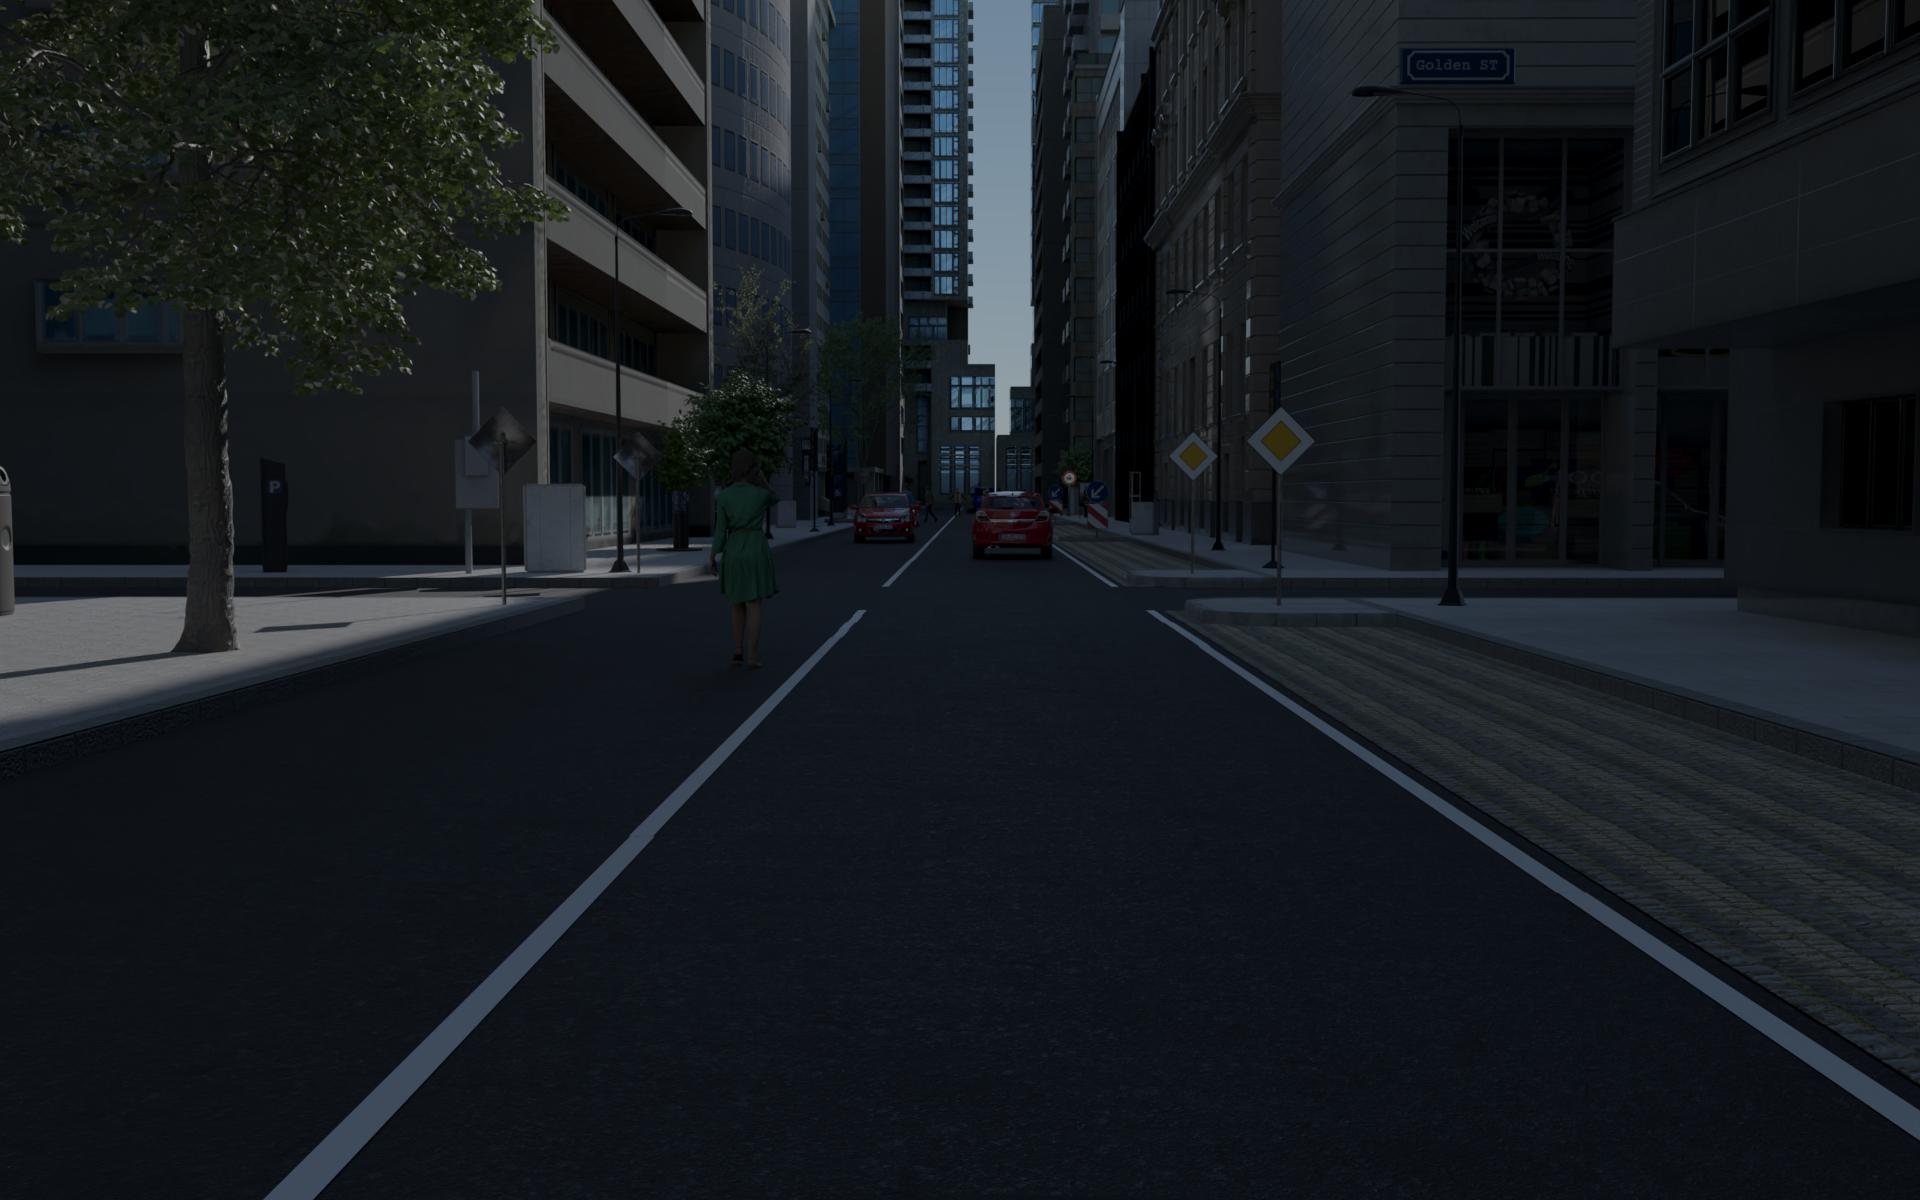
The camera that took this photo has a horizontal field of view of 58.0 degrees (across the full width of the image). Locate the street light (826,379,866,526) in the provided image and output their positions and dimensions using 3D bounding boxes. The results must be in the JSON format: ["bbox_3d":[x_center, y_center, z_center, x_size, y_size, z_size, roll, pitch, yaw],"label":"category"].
[{"bbox_3d":[-4.668,-5.945,69.742,1.470,5.913,1.316,0,4,1],"label":"street light"}]

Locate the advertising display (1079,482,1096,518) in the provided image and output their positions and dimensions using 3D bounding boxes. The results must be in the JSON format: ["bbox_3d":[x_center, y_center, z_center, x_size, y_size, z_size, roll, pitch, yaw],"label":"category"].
[{"bbox_3d":[6.917,-5.437,94.103,0.974,1.923,0.123,-1,4,-16],"label":"advertising display"}]

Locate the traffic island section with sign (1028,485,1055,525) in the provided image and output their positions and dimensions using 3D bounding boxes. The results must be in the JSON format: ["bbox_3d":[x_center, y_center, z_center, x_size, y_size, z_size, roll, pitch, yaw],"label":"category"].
[{"bbox_3d":[4.263,-4.344,79.658,1.989,1.847,2.006,0,4,1],"label":"traffic island section with sign"}]

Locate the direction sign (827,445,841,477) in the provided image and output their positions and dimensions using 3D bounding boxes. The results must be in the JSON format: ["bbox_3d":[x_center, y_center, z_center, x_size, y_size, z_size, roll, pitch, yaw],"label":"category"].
[{"bbox_3d":[-5.666,-5.338,79.273,0.876,3.537,0.379,1,4,9],"label":"direction sign"}]

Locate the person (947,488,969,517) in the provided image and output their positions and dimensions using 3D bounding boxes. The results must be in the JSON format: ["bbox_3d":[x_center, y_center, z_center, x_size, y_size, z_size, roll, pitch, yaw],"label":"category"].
[{"bbox_3d":[-0.136,-6.185,109.722,1.348,1.812,0.705,0,4,-3],"label":"person"}]

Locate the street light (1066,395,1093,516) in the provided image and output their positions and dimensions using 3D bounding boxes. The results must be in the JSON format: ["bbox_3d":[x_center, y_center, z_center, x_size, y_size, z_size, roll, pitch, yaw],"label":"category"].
[{"bbox_3d":[5.674,-6.654,81.340,1.470,5.913,1.316,0,4,1],"label":"street light"}]

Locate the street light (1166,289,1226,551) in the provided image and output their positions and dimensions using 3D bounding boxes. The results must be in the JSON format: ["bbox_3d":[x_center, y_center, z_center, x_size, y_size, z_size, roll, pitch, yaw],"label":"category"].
[{"bbox_3d":[5.347,-4.084,39.310,1.470,5.913,1.316,0,4,1],"label":"street light"}]

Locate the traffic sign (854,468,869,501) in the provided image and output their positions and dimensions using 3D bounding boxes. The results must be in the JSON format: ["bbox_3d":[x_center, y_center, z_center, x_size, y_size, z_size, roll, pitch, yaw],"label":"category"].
[{"bbox_3d":[-4.764,-5.120,83.823,0.768,2.556,0.104,0,4,4],"label":"traffic sign"}]

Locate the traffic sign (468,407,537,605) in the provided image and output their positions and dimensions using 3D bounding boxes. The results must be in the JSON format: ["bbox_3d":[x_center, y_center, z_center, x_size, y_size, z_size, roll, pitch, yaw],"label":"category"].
[{"bbox_3d":[-5.274,-1.000,19.992,0.795,2.450,0.064,0,4,1],"label":"traffic sign"}]

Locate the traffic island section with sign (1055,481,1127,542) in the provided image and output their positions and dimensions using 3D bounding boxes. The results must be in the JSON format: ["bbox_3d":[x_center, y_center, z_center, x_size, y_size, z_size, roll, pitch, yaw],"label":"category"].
[{"bbox_3d":[4.010,-2.686,52.547,1.989,1.847,2.006,0,4,1],"label":"traffic island section with sign"}]

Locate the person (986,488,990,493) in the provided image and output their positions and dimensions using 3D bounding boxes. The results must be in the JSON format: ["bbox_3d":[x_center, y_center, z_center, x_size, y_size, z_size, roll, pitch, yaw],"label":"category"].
[{"bbox_3d":[1.755,-5.563,99.679,0.699,1.804,1.509,1,4,23],"label":"person"}]

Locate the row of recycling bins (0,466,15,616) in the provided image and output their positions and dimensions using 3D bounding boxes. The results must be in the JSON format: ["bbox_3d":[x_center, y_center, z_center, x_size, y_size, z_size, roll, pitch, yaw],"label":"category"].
[{"bbox_3d":[-10.846,-0.600,16.923,1.069,1.692,3.534,1,4,14],"label":"row of recycling bins"}]

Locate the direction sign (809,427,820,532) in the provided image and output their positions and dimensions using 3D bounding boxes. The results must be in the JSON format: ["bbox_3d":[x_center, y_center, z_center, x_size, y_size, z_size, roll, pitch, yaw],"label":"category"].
[{"bbox_3d":[-4.967,-4.101,59.053,0.379,3.537,0.876,1,4,11],"label":"direction sign"}]

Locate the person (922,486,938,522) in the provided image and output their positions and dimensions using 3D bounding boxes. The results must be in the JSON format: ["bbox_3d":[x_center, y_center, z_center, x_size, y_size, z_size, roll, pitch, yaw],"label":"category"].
[{"bbox_3d":[-1.546,-4.871,88.044,0.836,1.842,0.656,0,4,-2],"label":"person"}]

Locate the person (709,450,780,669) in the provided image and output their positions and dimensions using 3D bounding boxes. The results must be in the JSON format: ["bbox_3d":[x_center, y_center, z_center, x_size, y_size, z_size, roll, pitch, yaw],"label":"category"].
[{"bbox_3d":[-1.786,-0.344,14.366,0.600,1.795,0.529,0,4,-7],"label":"person"}]

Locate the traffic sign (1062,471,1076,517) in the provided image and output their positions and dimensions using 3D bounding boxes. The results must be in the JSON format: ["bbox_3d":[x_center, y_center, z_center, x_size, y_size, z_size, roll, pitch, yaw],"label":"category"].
[{"bbox_3d":[6.093,-5.901,96.592,0.768,2.556,0.104,0,4,3],"label":"traffic sign"}]

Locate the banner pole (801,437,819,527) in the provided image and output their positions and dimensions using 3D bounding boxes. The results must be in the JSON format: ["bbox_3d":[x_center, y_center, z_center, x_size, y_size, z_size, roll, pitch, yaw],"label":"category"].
[{"bbox_3d":[-5.840,-4.720,67.184,0.863,3.779,0.401,-3,5,-44],"label":"banner pole"}]

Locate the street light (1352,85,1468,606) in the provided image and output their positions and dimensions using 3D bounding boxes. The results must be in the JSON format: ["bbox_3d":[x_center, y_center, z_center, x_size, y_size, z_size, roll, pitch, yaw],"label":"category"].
[{"bbox_3d":[5.145,-2.892,19.824,1.470,5.913,1.316,0,4,1],"label":"street light"}]

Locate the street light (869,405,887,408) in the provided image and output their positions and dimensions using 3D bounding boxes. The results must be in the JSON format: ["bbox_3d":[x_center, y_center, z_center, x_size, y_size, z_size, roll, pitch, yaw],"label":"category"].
[{"bbox_3d":[-4.512,-7.213,90.473,1.470,5.913,1.316,0,4,1],"label":"street light"}]

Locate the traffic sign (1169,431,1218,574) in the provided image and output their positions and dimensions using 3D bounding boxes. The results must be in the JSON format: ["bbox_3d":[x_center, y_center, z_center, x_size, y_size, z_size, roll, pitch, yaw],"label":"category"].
[{"bbox_3d":[3.745,-1.482,27.873,0.795,2.450,0.064,0,4,1],"label":"traffic sign"}]

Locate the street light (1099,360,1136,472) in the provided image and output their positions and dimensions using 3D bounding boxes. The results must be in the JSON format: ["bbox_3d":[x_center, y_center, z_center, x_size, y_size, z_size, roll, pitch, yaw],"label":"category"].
[{"bbox_3d":[5.528,-5.358,60.146,1.470,5.913,1.316,0,4,1],"label":"street light"}]

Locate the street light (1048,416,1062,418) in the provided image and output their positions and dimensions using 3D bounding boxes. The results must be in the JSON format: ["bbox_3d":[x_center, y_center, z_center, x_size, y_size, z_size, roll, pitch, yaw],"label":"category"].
[{"bbox_3d":[5.897,-7.949,102.500,1.470,5.913,1.316,0,4,1],"label":"street light"}]

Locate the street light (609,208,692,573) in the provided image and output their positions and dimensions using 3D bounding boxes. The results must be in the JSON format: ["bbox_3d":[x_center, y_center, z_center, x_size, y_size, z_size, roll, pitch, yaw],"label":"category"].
[{"bbox_3d":[-5.045,-3.410,28.296,1.470,5.913,1.316,0,4,1],"label":"street light"}]

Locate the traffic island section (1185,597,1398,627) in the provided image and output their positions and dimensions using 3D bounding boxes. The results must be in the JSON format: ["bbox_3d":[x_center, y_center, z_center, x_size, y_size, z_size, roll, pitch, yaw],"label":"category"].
[{"bbox_3d":[3.693,0.142,19.965,2.009,0.180,2.903,0,4,1],"label":"traffic island section"}]

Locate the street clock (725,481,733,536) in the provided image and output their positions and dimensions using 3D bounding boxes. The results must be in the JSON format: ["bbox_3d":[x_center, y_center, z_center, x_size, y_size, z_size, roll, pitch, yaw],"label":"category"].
[{"bbox_3d":[-6.864,-2.900,51.986,0.471,2.002,0.358,-2,4,-26],"label":"street clock"}]

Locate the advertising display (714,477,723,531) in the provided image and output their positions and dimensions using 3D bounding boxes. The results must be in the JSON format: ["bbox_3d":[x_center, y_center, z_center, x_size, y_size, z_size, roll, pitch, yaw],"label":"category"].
[{"bbox_3d":[-8.420,-3.273,58.722,0.123,1.923,0.974,2,4,35],"label":"advertising display"}]

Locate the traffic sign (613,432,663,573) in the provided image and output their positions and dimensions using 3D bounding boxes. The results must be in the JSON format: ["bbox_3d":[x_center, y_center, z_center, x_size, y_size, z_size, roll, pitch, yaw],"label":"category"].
[{"bbox_3d":[-5.199,-1.488,27.977,0.795,2.450,0.064,0,4,1],"label":"traffic sign"}]

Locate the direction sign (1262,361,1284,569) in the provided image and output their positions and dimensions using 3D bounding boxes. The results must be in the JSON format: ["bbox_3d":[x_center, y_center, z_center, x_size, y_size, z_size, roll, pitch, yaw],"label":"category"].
[{"bbox_3d":[5.419,-2.317,29.875,0.379,3.537,0.876,0,4,-1],"label":"direction sign"}]

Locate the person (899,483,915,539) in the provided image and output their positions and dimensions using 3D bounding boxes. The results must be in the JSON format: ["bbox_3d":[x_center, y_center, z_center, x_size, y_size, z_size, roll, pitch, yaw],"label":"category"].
[{"bbox_3d":[-1.723,-2.822,54.988,0.601,1.785,0.444,0,4,2],"label":"person"}]

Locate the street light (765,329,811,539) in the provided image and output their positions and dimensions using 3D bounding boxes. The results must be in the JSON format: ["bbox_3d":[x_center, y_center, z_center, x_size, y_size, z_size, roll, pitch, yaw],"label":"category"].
[{"bbox_3d":[-4.910,-4.678,49.019,1.470,5.913,1.316,0,4,1],"label":"street light"}]

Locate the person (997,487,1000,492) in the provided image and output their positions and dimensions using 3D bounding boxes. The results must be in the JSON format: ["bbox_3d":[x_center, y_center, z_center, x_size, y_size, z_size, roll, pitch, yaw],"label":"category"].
[{"bbox_3d":[2.226,-5.691,101.539,0.794,1.824,0.713,2,4,25],"label":"person"}]

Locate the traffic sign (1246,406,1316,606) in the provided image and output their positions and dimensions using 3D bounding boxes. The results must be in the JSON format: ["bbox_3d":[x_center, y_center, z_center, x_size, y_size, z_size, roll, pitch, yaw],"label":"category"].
[{"bbox_3d":[3.670,-0.994,19.888,0.795,2.450,0.064,0,4,1],"label":"traffic sign"}]

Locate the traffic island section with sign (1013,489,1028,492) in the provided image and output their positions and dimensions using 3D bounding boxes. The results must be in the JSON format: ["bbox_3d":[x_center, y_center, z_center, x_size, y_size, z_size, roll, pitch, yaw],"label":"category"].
[{"bbox_3d":[4.988,-9.061,156.781,1.989,1.847,2.006,0,4,1],"label":"traffic island section with sign"}]
